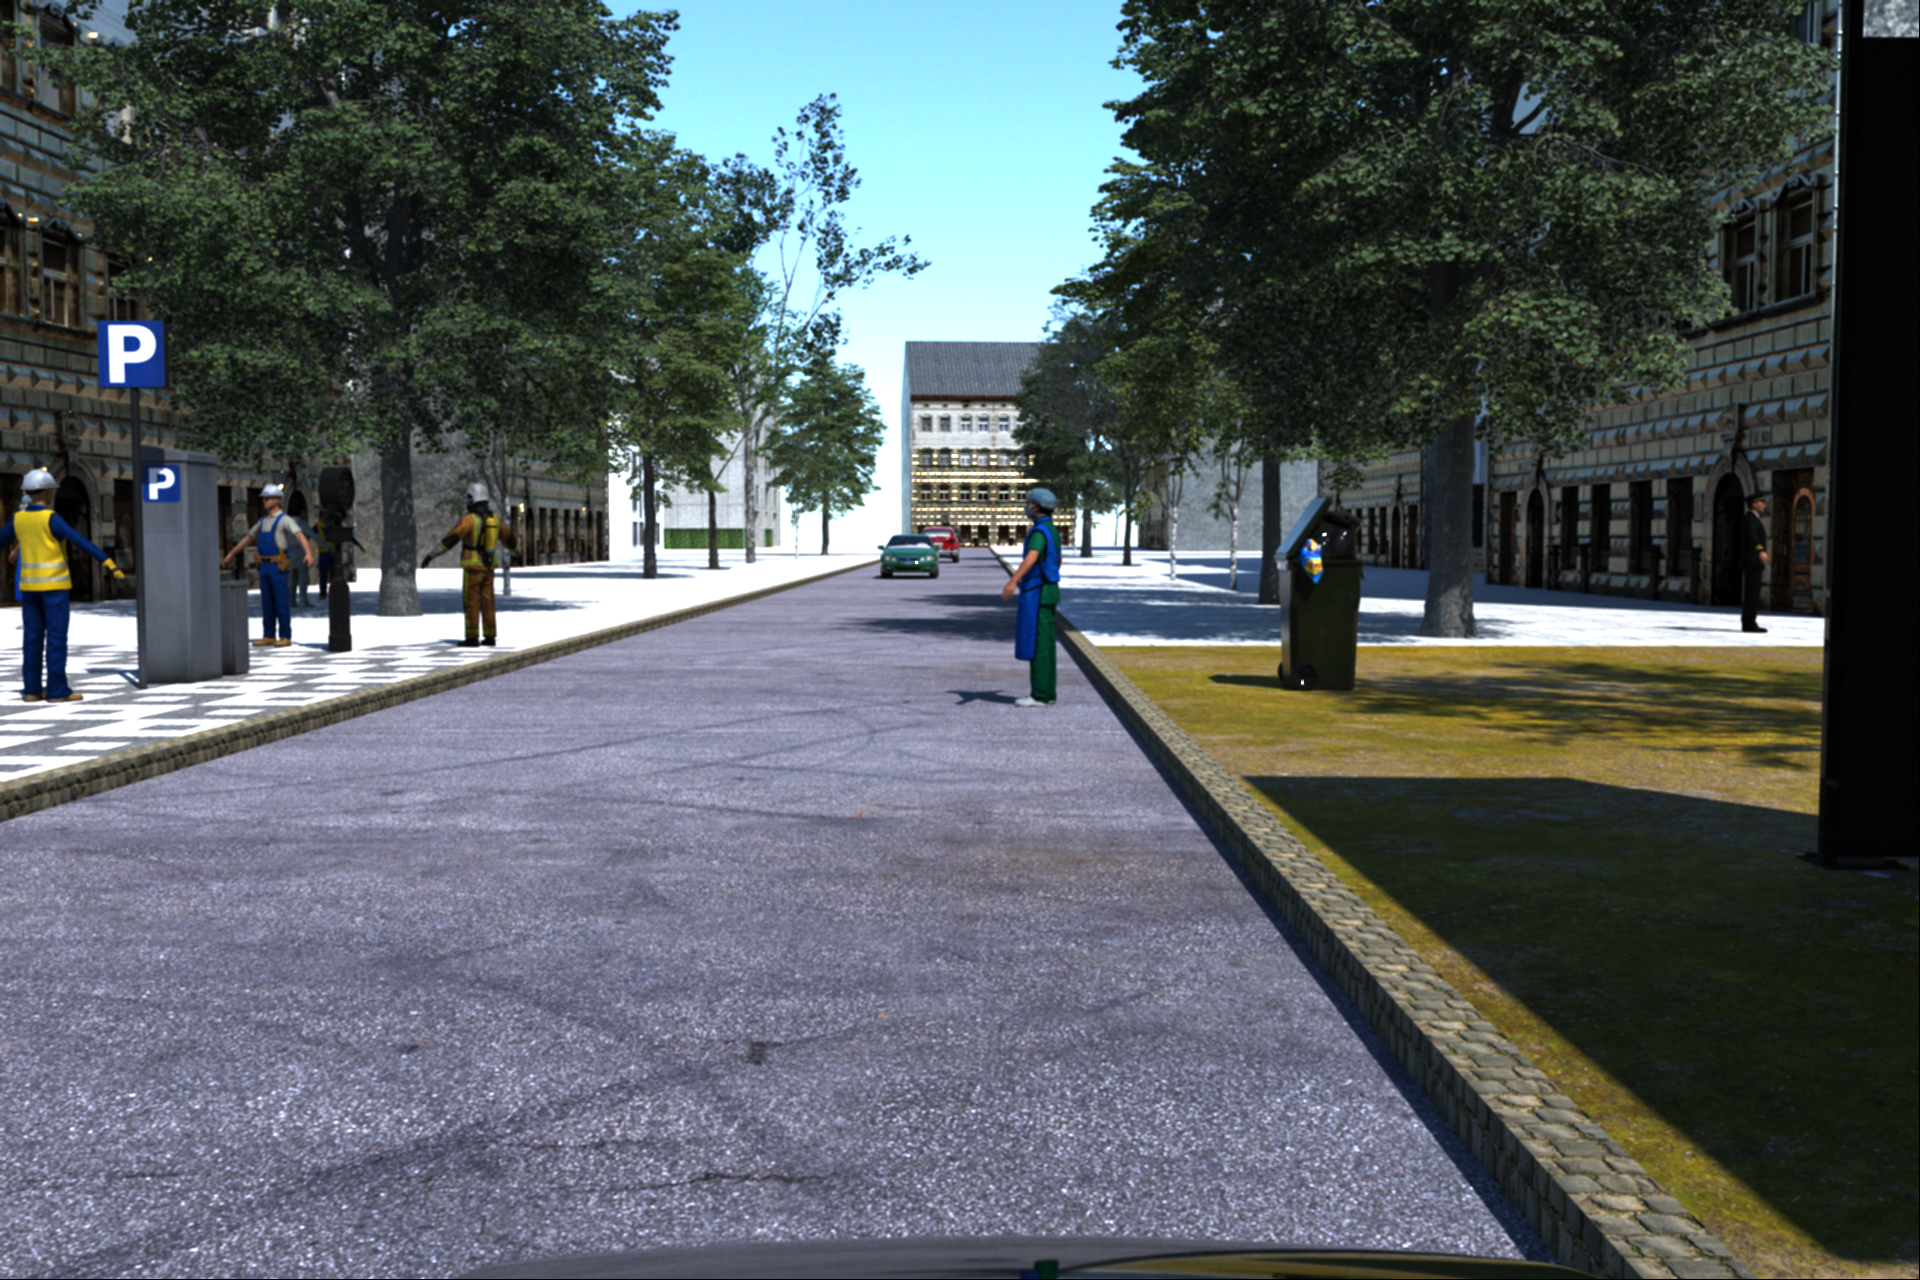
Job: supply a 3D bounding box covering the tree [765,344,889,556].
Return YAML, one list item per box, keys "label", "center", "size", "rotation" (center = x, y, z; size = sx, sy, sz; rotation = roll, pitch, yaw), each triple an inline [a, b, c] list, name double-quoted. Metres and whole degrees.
- label: "tree"
  center: [-8.019, -11.338, 103.496]
  size: [7.486, 12.596, 7.792]
  rotation: [0, 3, 0]

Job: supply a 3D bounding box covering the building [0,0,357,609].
- label: "building"
  center: [-25.413, -12.570, 36.455]
  size: [19.493, 23.208, 18.063]
  rotation: [0, 4, 1]

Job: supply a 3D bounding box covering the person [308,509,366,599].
- label: "person"
  center: [-12.404, -1.717, 34.047]
  size: [1.349, 1.833, 0.705]
  rotation: [-2, 4, -28]

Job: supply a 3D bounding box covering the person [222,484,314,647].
- label: "person"
  center: [-7.863, -0.853, 19.804]
  size: [1.347, 1.847, 0.705]
  rotation: [2, 4, 24]

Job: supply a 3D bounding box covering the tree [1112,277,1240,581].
- label: "tree"
  center: [5.938, -5.963, 47.855]
  size: [4.737, 8.622, 4.395]
  rotation: [0, 3, 0]

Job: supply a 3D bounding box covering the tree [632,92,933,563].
- label: "tree"
  center: [-8.055, -13.362, 74.363]
  size: [12.611, 20.169, 13.585]
  rotation: [0, 3, 0]

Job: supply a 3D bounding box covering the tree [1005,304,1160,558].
- label: "tree"
  center: [6.802, -11.445, 93.775]
  size: [9.857, 13.997, 8.962]
  rotation: [0, 3, 0]

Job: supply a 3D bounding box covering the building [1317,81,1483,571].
- label: "building"
  center: [25.511, -14.574, 69.216]
  size: [19.493, 23.208, 18.063]
  rotation: [0, 4, 0]

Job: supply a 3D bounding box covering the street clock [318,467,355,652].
- label: "street clock"
  center: [-6.751, -0.871, 18.810]
  size: [0.358, 2.002, 0.471]
  rotation: [0, 4, 1]

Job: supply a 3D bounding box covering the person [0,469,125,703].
- label: "person"
  center: [-6.974, -0.418, 13.296]
  size: [1.216, 1.772, 0.721]
  rotation: [1, 4, 12]

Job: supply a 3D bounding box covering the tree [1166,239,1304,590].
- label: "tree"
  center: [6.063, -5.447, 39.422]
  size: [4.360, 8.622, 3.978]
  rotation: [0, 3, 0]

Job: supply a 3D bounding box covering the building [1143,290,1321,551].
- label: "building"
  center: [24.632, -18.660, 136.022]
  size: [19.493, 23.208, 18.063]
  rotation: [0, 4, 1]

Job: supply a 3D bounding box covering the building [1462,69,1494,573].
- label: "building"
  center: [21.908, -12.300, 57.523]
  size: [16.016, 20.090, 11.380]
  rotation: [0, 4, 0]

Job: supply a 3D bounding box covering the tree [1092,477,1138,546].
- label: "tree"
  center: [17.649, -15.779, 192.395]
  size: [7.601, 10.594, 8.767]
  rotation: [0, 4, 3]

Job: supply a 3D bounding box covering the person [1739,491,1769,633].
- label: "person"
  center: [10.398, -1.022, 22.642]
  size: [0.705, 1.837, 1.347]
  rotation: [1, 4, 21]

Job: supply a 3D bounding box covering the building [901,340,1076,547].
- label: "building"
  center: [2.821, -22.203, 196.399]
  size: [18.063, 23.208, 19.493]
  rotation: [0, 4, -5]

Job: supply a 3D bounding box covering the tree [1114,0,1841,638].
- label: "tree"
  center: [6.098, -7.016, 21.367]
  size: [9.857, 13.997, 8.962]
  rotation: [0, 3, 0]

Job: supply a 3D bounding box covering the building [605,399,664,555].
- label: "building"
  center: [-25.214, -10.964, 121.403]
  size: [9.099, 9.664, 28.070]
  rotation: [0, 4, 0]

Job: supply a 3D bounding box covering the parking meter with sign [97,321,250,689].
- label: "parking meter with sign"
  center: [-6.759, -1.150, 15.066]
  size: [0.543, 3.016, 1.738]
  rotation: [0, 3, 0]

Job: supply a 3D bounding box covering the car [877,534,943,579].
- label: "car"
  center: [-1.630, -2.777, 57.199]
  size: [2.131, 1.459, 4.920]
  rotation: [0, 4, 0]

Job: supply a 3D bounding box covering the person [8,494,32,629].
- label: "person"
  center: [-12.452, -1.044, 23.199]
  size: [0.704, 1.817, 1.347]
  rotation: [-3, 5, -41]

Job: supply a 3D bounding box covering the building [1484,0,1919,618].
- label: "building"
  center: [22.587, -12.451, 34.495]
  size: [19.493, 23.208, 18.063]
  rotation: [0, 4, 1]

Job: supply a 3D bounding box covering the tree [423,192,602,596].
- label: "tree"
  center: [-9.356, -5.191, 35.228]
  size: [4.360, 8.622, 3.978]
  rotation: [0, 3, 0]

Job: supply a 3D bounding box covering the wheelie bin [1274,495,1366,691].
- label: "wheelie bin"
  center: [2.999, -0.399, 14.426]
  size: [0.693, 1.594, 0.980]
  rotation: [0, 4, 1]

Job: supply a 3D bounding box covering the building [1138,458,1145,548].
- label: "building"
  center: [26.069, -19.798, 154.633]
  size: [19.493, 23.208, 18.063]
  rotation: [0, 4, 1]

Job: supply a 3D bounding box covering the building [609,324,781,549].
- label: "building"
  center: [-26.682, -18.021, 161.107]
  size: [16.747, 18.905, 31.486]
  rotation: [0, 3, 0]

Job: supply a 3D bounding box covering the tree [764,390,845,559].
- label: "tree"
  center: [-8.588, -8.455, 88.606]
  size: [4.360, 8.622, 3.978]
  rotation: [0, 3, 0]

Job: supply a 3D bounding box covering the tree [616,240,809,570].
- label: "tree"
  center: [-9.043, -8.352, 62.309]
  size: [9.928, 11.665, 9.643]
  rotation: [0, 3, 0]

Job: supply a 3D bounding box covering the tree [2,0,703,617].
- label: "tree"
  center: [-8.875, -7.341, 26.687]
  size: [9.857, 13.997, 8.962]
  rotation: [0, 3, 0]

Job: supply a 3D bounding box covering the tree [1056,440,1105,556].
- label: "tree"
  center: [6.852, -9.331, 102.927]
  size: [4.737, 8.622, 4.395]
  rotation: [0, 3, 0]

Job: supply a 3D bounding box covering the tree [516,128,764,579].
- label: "tree"
  center: [-9.101, -8.004, 48.985]
  size: [7.486, 12.596, 7.792]
  rotation: [0, 3, 0]

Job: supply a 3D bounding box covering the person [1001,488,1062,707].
- label: "person"
  center: [0.645, -0.361, 14.486]
  size: [0.704, 1.817, 1.347]
  rotation: [1, 4, 18]

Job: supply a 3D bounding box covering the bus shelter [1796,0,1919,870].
- label: "bus shelter"
  center: [3.842, -0.752, 3.585]
  size: [1.731, 3.624, 6.357]
  rotation: [0, 4, -1]

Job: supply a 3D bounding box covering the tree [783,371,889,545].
- label: "tree"
  center: [-14.088, -20.877, 197.224]
  size: [12.611, 20.169, 13.585]
  rotation: [0, 3, 0]

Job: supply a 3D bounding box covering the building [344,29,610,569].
- label: "building"
  center: [-25.971, -14.768, 72.388]
  size: [19.493, 23.208, 18.063]
  rotation: [0, 4, 1]

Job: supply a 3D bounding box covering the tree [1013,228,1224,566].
- label: "tree"
  center: [6.833, -9.710, 69.135]
  size: [12.009, 13.543, 11.850]
  rotation: [0, 3, 0]

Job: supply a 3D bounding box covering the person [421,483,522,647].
- label: "person"
  center: [-5.499, -0.854, 19.727]
  size: [0.705, 1.858, 1.354]
  rotation: [3, 4, 38]

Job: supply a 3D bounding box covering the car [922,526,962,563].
- label: "car"
  center: [-1.063, -4.835, 87.720]
  size: [2.281, 1.827, 5.304]
  rotation: [0, 4, 1]

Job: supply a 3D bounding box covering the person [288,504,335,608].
- label: "person"
  center: [-11.570, -1.476, 30.319]
  size: [1.347, 1.806, 0.705]
  rotation: [1, 4, 16]

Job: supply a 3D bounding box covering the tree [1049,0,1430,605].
- label: "tree"
  center: [5.476, -6.950, 31.753]
  size: [7.486, 12.596, 7.792]
  rotation: [0, 3, 0]
